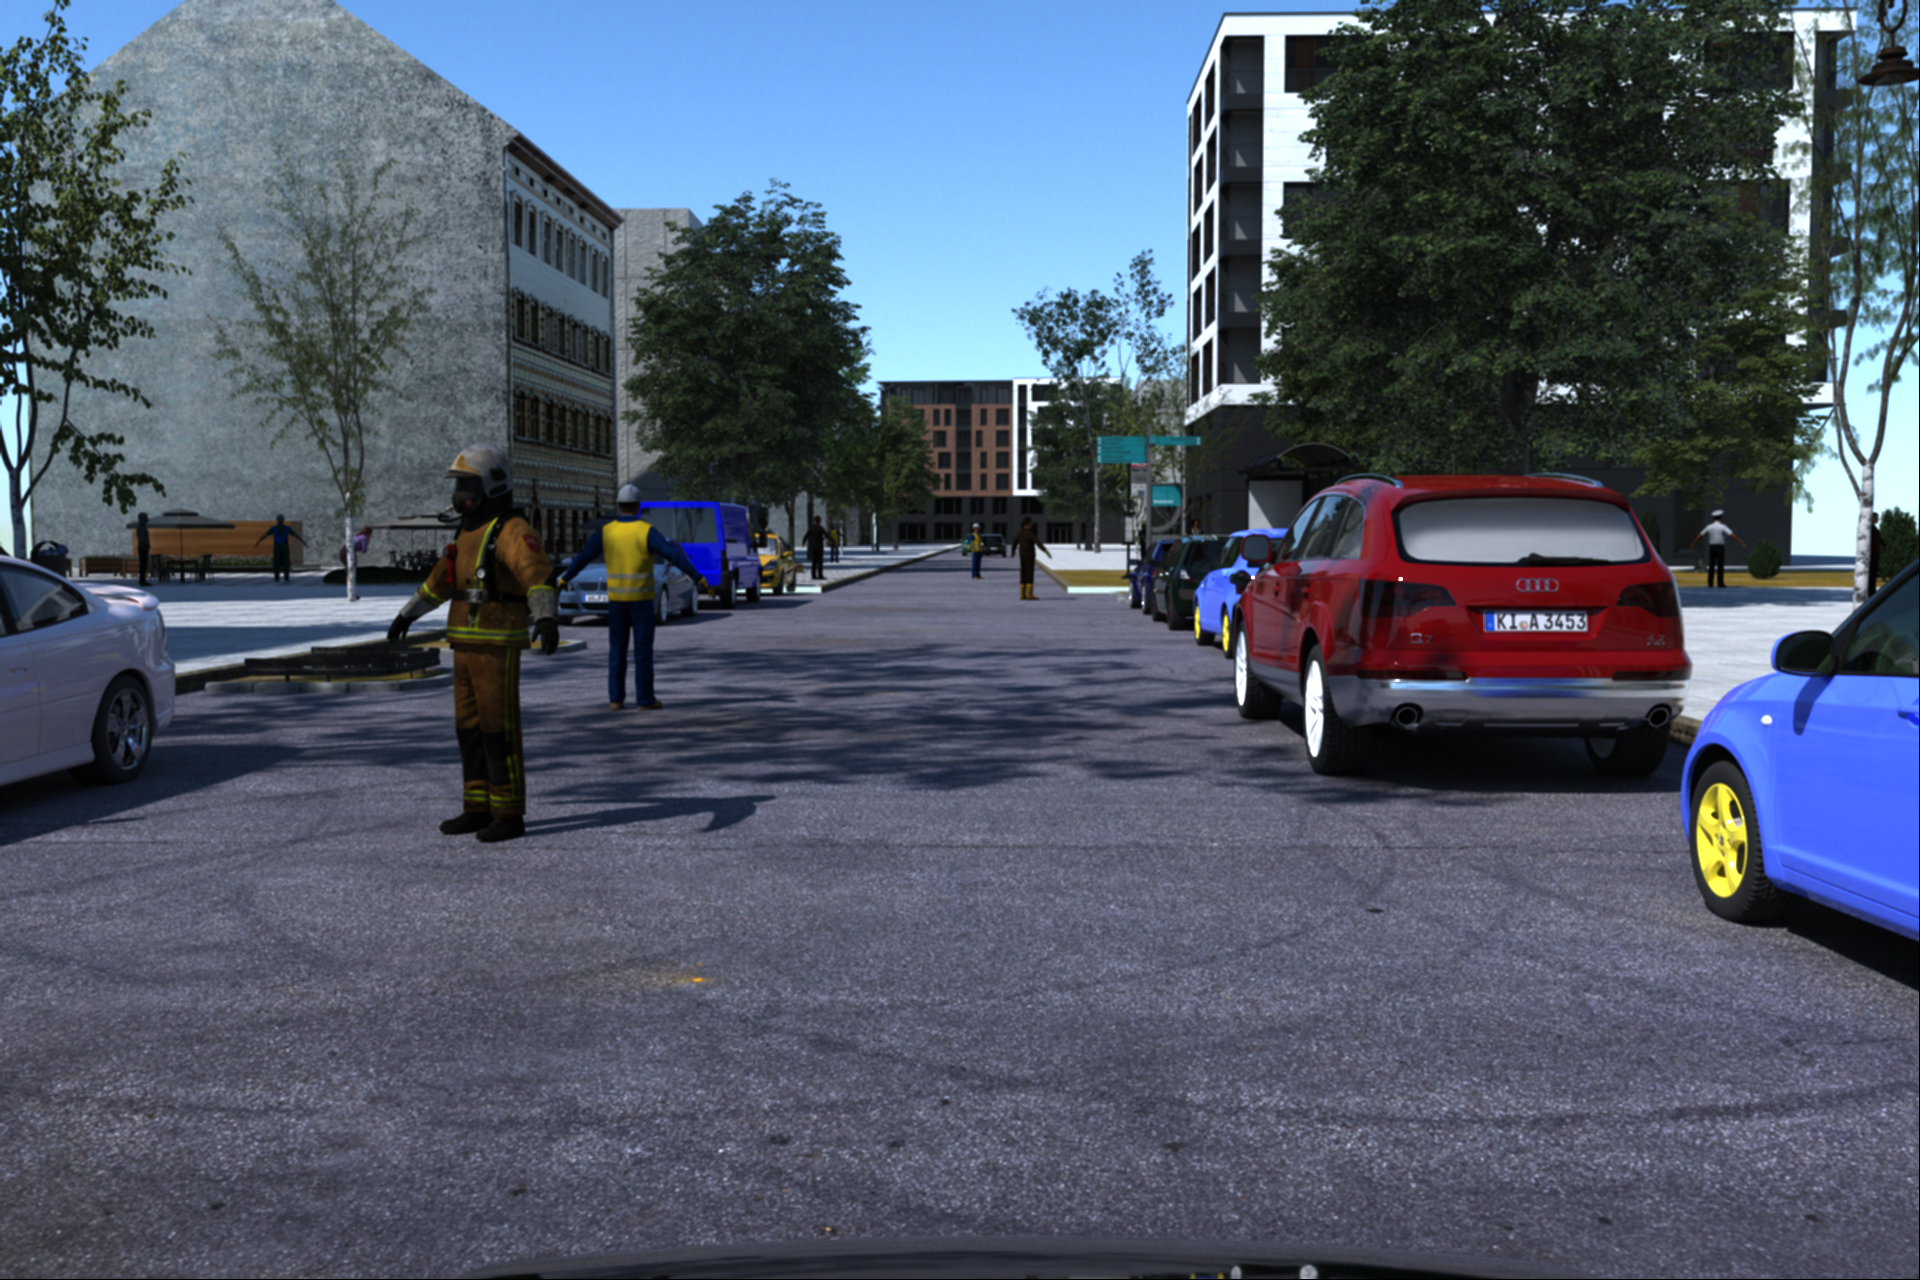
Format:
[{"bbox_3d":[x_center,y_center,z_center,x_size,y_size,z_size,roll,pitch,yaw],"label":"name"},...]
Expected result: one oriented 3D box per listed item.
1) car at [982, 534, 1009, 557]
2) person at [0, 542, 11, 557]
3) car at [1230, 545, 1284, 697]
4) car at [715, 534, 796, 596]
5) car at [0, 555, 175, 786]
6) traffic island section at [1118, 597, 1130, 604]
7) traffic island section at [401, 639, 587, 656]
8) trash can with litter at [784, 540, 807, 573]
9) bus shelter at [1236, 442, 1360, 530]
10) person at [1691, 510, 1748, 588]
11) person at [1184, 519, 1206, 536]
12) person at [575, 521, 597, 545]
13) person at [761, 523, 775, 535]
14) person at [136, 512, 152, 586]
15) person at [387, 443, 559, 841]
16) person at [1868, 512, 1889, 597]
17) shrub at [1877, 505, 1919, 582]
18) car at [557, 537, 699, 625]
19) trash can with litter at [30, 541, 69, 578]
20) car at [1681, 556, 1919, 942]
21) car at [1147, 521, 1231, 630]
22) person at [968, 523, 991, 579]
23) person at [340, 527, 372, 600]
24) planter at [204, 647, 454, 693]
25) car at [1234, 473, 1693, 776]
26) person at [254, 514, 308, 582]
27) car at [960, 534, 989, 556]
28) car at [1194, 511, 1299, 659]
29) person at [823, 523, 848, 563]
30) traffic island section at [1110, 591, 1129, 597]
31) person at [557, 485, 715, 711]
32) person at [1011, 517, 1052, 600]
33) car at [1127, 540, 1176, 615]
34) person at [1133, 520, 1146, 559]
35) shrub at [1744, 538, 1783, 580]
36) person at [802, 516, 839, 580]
[{"bbox_3d":[2.017,-5.970,107.403,2.009,1.686,4.222,0,4,1],"label":"car"},{"bbox_3d":[-13.063,-0.876,23.531,0.599,1.438,0.989,0,4,3],"label":"person"},{"bbox_3d":[3.662,-0.418,16.626,2.009,1.686,4.222,0,4,2],"label":"car"},{"bbox_3d":[-4.957,-1.917,41.571,2.015,1.641,3.980,0,4,1],"label":"car"},{"bbox_3d":[-5.734,0.227,8.654,2.083,1.381,4.827,0,4,1],"label":"car"},{"bbox_3d":[4.313,-0.815,36.191,1.991,0.108,1.994,0,4,2],"label":"traffic island section"},{"bbox_3d":[-5.694,0.096,21.293,1.991,0.108,1.994,0,4,2],"label":"traffic island section"},{"bbox_3d":[-5.622,-2.835,57.740,1.055,1.170,0.624,0,4,2],"label":"trash can with litter"},{"bbox_3d":[7.873,-2.873,40.902,2.014,3.302,5.546,0,4,2],"label":"bus shelter"},{"bbox_3d":[18.194,-2.190,41.599,0.704,1.855,1.343,-3,5,-43],"label":"person"},{"bbox_3d":[8.623,-3.496,63.301,1.345,1.843,0.704,-1,4,-11],"label":"person"},{"bbox_3d":[-15.115,-3.956,70.862,1.347,1.806,0.705,-2,4,-29],"label":"person"},{"bbox_3d":[-8.068,-4.040,71.917,1.347,1.847,0.705,-2,4,-35],"label":"person"},{"bbox_3d":[-20.147,-2.243,42.803,0.705,1.813,1.348,-2,4,-24],"label":"person"},{"bbox_3d":[-2.261,0.002,8.194,1.354,1.858,0.705,3,5,42],"label":"person"},{"bbox_3d":[18.768,-1.753,35.475,1.215,1.729,0.721,-3,5,-45],"label":"person"},{"bbox_3d":[25.185,-2.607,46.671,1.661,2.075,1.752,0,3,0],"label":"shrub"},{"bbox_3d":[-5.473,-1.024,28.741,2.014,1.417,4.499,0,4,1],"label":"car"},{"bbox_3d":[-8.804,-0.385,17.358,1.678,1.210,2.233,0,4,1],"label":"trash can with litter"},{"bbox_3d":[3.649,0.261,5.319,1.945,1.707,3.694,0,3,0],"label":"car"},{"bbox_3d":[3.981,-1.062,27.152,2.009,1.686,4.222,0,4,1],"label":"car"},{"bbox_3d":[0.598,-2.829,55.169,0.721,1.772,1.216,2,4,35],"label":"person"},{"bbox_3d":[-11.799,-1.504,33.871,0.421,1.427,0.697,2,4,35],"label":"person"},{"bbox_3d":[-5.822,0.278,16.601,1.991,0.319,1.994,0,4,1],"label":"planter"},{"bbox_3d":[3.148,-0.193,11.826,2.281,1.827,5.304,0,4,1],"label":"car"},{"bbox_3d":[-18.283,-2.479,46.654,1.347,1.817,0.704,-1,4,-20],"label":"person"},{"bbox_3d":[1.076,-6.326,115.220,2.131,1.459,4.920,0,4,2],"label":"car"},{"bbox_3d":[3.877,-0.709,21.187,1.945,1.707,3.694,0,3,0],"label":"car"},{"bbox_3d":[-5.548,-4.305,76.846,1.216,1.772,0.721,1,4,11],"label":"person"},{"bbox_3d":[4.461,-1.039,39.853,1.991,0.108,1.994,0,4,2],"label":"traffic island section"},{"bbox_3d":[-2.679,-0.350,14.146,1.349,1.833,0.705,0,4,7],"label":"person"},{"bbox_3d":[1.493,-1.781,37.708,0.704,1.812,1.346,-3,4,-36],"label":"person"},{"bbox_3d":[4.126,-1.198,32.175,1.945,1.354,3.894,0,4,0],"label":"car"},{"bbox_3d":[7.390,-3.901,69.558,1.354,1.856,0.705,-3,5,-45],"label":"person"},{"bbox_3d":[22.688,-2.311,48.896,1.383,1.207,1.383,0,3,0],"label":"shrub"},{"bbox_3d":[-3.994,-2.606,48.829,1.346,1.802,0.704,3,4,38],"label":"person"}]
